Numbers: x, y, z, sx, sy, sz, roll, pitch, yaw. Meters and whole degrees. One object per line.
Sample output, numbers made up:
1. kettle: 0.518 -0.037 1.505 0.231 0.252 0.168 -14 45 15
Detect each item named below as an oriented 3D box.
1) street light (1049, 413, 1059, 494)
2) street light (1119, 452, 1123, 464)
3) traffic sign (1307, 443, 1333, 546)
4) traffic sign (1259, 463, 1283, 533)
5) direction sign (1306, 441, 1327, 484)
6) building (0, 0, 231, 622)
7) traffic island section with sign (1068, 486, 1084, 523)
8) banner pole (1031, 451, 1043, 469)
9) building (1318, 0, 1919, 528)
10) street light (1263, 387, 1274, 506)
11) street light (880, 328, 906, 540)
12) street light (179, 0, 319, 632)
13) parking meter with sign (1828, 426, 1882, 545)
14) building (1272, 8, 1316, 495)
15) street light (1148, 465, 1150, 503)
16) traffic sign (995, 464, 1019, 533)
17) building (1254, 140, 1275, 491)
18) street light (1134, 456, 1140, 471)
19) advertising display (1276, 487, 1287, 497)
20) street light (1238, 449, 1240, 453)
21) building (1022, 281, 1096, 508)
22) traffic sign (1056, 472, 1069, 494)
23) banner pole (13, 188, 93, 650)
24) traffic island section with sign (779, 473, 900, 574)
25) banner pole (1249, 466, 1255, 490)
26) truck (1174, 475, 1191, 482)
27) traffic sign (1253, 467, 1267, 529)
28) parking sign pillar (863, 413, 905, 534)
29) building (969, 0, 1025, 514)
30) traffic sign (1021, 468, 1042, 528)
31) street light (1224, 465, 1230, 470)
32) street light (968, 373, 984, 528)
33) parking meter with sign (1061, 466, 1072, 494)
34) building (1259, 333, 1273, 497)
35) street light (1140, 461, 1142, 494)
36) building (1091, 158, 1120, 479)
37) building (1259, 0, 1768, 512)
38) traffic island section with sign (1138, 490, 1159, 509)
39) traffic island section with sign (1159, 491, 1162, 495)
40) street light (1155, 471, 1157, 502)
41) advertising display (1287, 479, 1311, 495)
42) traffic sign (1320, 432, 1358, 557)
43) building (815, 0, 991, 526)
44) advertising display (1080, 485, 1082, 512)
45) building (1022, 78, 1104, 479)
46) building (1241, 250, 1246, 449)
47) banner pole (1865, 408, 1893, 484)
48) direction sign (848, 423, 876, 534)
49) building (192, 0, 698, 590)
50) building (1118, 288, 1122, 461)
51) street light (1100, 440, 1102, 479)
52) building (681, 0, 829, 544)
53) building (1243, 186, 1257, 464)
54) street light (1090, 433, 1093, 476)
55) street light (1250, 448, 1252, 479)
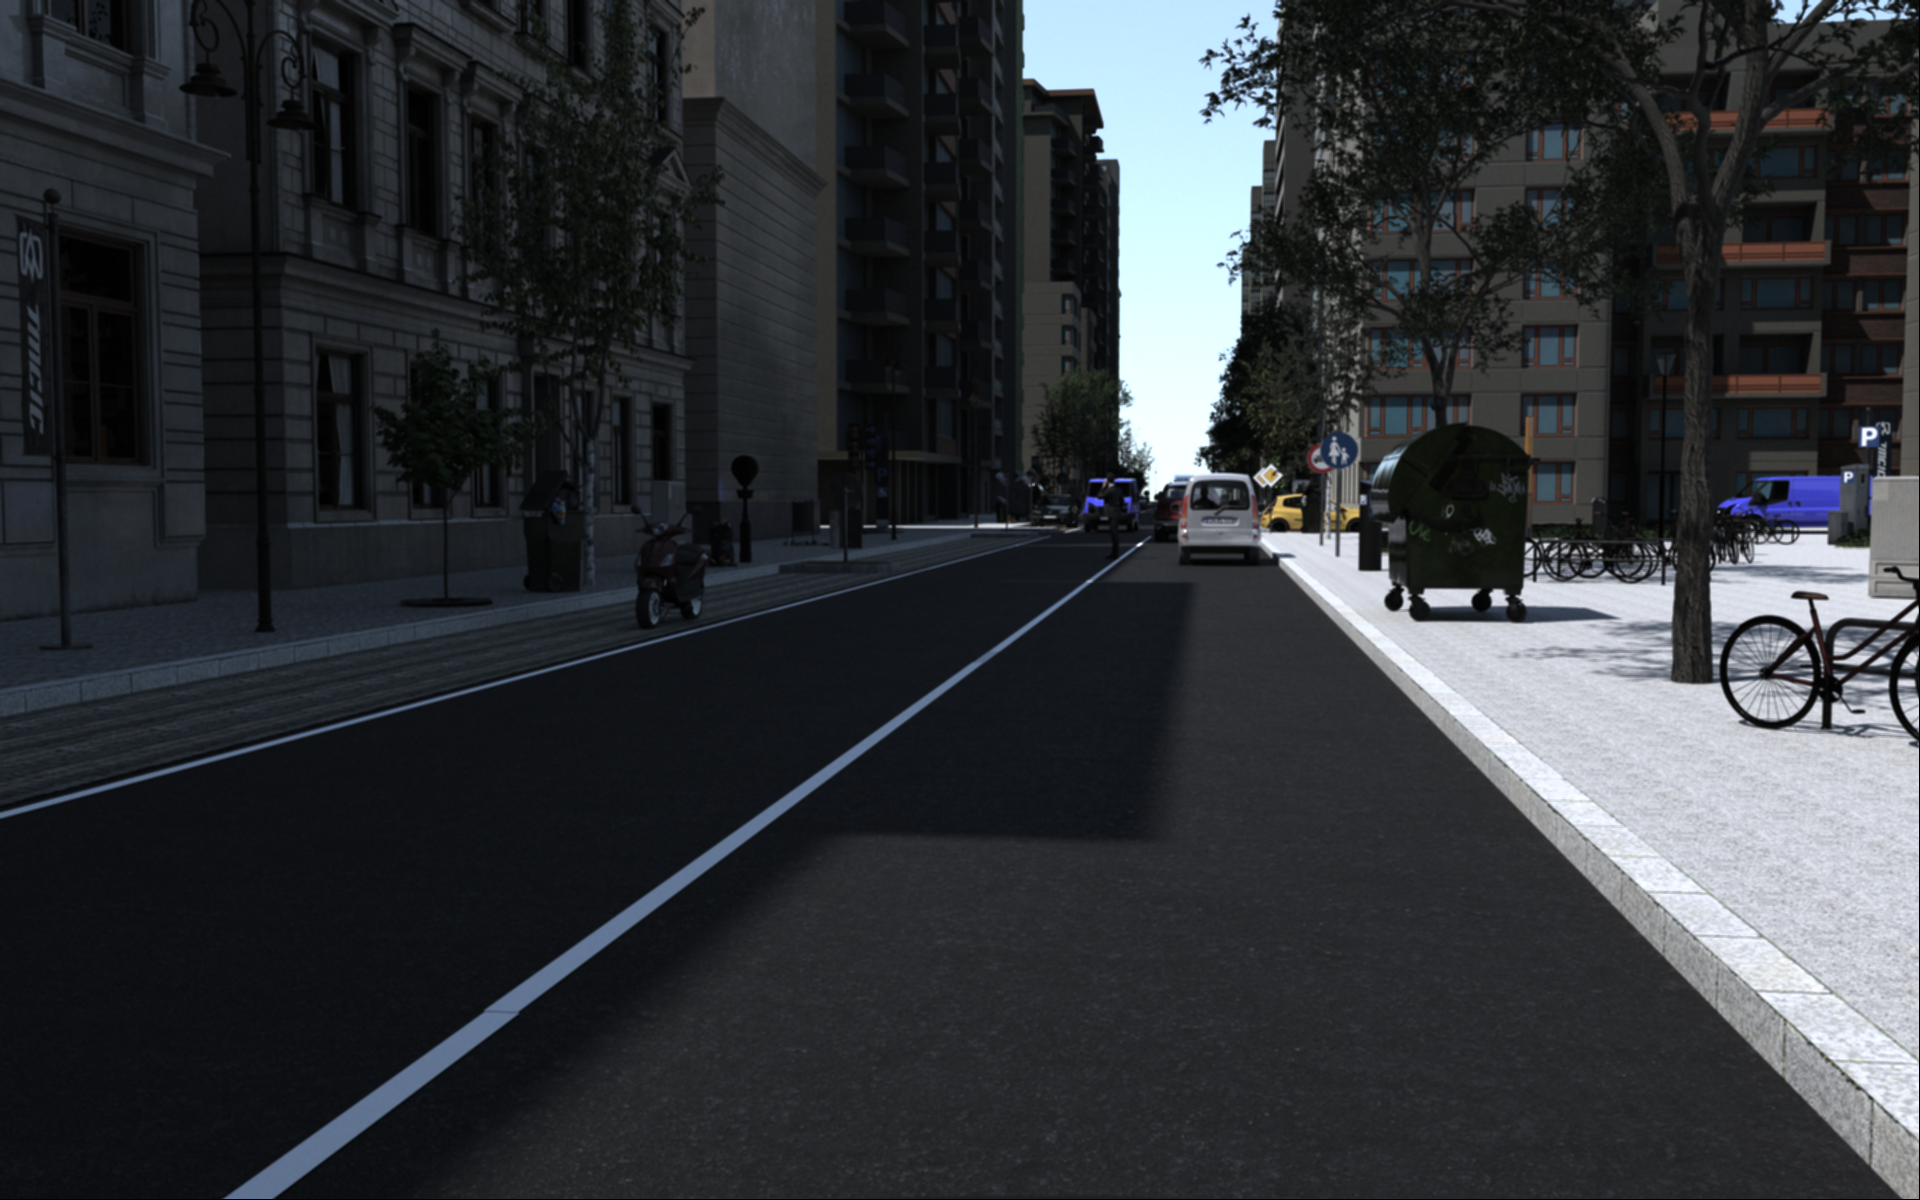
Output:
1. street light: 5.296 -7.639 97.681 0.468 5.910 1.993 1 4 8
2. street light: 16.243 -12.312 174.083 0.468 5.910 1.993 1 4 8
3. traffic sign: 9.011 -2.629 43.097 0.768 2.556 0.104 1 4 9
4. traffic sign: 10.116 -3.226 56.384 0.795 2.450 0.064 1 4 8
5. direction sign: 15.205 -5.009 73.894 0.876 3.537 0.379 0 4 2
6. building: -15.401 -10.701 11.117 11.583 22.565 21.152 1 4 8
7. traffic island section with sign: 5.834 -4.830 87.590 1.989 1.847 2.006 1 4 8
8. banner pole: 4.548 -6.774 100.766 0.863 3.779 0.401 0 4 8
9. building: 31.223 -14.113 75.792 28.899 21.520 27.650 1 4 8
10. street light: 13.151 -6.194 74.067 0.468 5.910 1.993 1 4 8
11. street light: -1.857 -4.631 48.504 0.468 5.910 1.993 1 4 8
12. street light: -6.482 -2.642 15.983 0.468 5.910 1.993 1 4 8
13. parking meter with sign: 22.727 -2.924 44.067 1.738 3.016 0.543 -3 4 -38
14. building: 39.199 -32.450 154.259 21.300 48.544 21.600 1 4 8
15. street light: 28.027 -17.352 256.487 0.468 5.910 1.993 1 4 8
16. traffic sign: 1.562 -3.302 57.628 0.795 2.450 0.064 1 4 8
17. building: 42.140 -31.705 201.974 14.154 41.232 14.086 1 4 8
18. street light: 20.806 -14.250 205.777 0.468 5.910 1.993 1 4 8
19. advertising display: 17.078 -5.302 91.908 0.123 1.923 0.974 3 5 41
20. street light: 23.841 -10.779 149.030 0.468 5.910 1.993 1 4 8
21. building: -2.424 -19.095 157.237 27.650 21.520 28.899 1 4 8
22. traffic sign: 5.976 -6.176 101.086 0.768 2.556 0.104 1 4 12
23. banner pole: -7.426 -1.471 14.071 0.401 3.779 0.863 0 4 -3
24. traffic island section with sign: -2.161 -1.428 31.983 1.989 1.847 2.006 1 4 8
25. banner pole: 21.265 -8.321 126.065 0.863 3.779 0.401 1 4 9
26. truck: 31.438 -15.552 244.031 2.967 4.110 18.799 0 4 8
27. traffic sign: 11.251 -3.709 64.289 0.795 2.450 0.064 1 4 8
28. parking sign pillar: -2.549 -4.181 56.835 1.447 3.967 1.447 0 4 -2
29. building: -3.529 -26.245 112.702 14.154 41.232 14.086 1 4 8
30. traffic sign: 2.697 -3.785 65.532 0.795 2.450 0.064 1 4 8
31. street light: 35.903 -15.911 232.926 0.468 5.910 1.993 1 4 8
32. street light: 0.616 -5.701 66.004 0.468 5.910 1.993 1 4 8
33. parking meter with sign: 6.487 -6.646 104.926 0.543 3.016 1.738 0 4 -3
34. building: 45.226 -20.515 180.464 27.650 21.520 28.899 1 4 8
35. street light: 23.411 -15.382 224.287 0.468 5.910 1.993 1 4 8
36. building: 11.560 -31.978 206.426 14.154 41.232 14.086 1 4 8
37. building: 37.491 -26.206 120.345 32.217 40.220 23.993 1 4 8
38. traffic island section with sign: 20.623 -11.134 190.675 1.989 1.847 2.006 1 4 8
39. traffic island section with sign: 28.586 -14.529 246.178 1.989 1.847 2.006 1 4 8
40. street light: 32.567 -19.290 288.184 0.468 5.910 1.993 1 4 8
41. advertising display: 14.404 -4.166 73.332 0.974 1.923 0.123 -1 4 -23
42. traffic sign: 7.742 -2.160 35.429 0.768 2.556 0.104 1 4 18
43. building: -10.219 -26.221 83.344 22.147 44.769 28.867 1 4 8
44. advertising display: 8.995 -7.488 127.646 0.123 1.923 0.974 1 4 11
45. building: 3.877 -32.479 185.656 22.147 44.769 28.867 1 4 8
46. building: 53.695 -36.961 287.900 14.154 41.232 14.086 1 4 8
47. banner pole: 26.476 -3.674 50.090 0.863 3.779 0.401 2 4 31
48. direction sign: -3.133 -3.878 55.407 0.876 3.537 0.379 0 4 -8
49. building: -12.283 -10.246 32.157 10.561 19.102 19.286 1 4 8
50. building: 13.900 -36.490 288.490 32.217 40.220 23.993 1 4 8
51. street light: 11.572 -10.374 142.405 0.468 5.910 1.993 1 4 8
52. building: -17.263 -15.499 50.668 25.104 27.353 12.463 1 4 8
53. building: 45.600 -33.476 230.921 14.154 41.232 14.086 1 4 8
54. street light: 9.835 -9.577 129.378 0.468 5.910 1.993 1 4 8
55. street light: 17.745 -8.133 105.756 0.468 5.910 1.993 1 4 8
